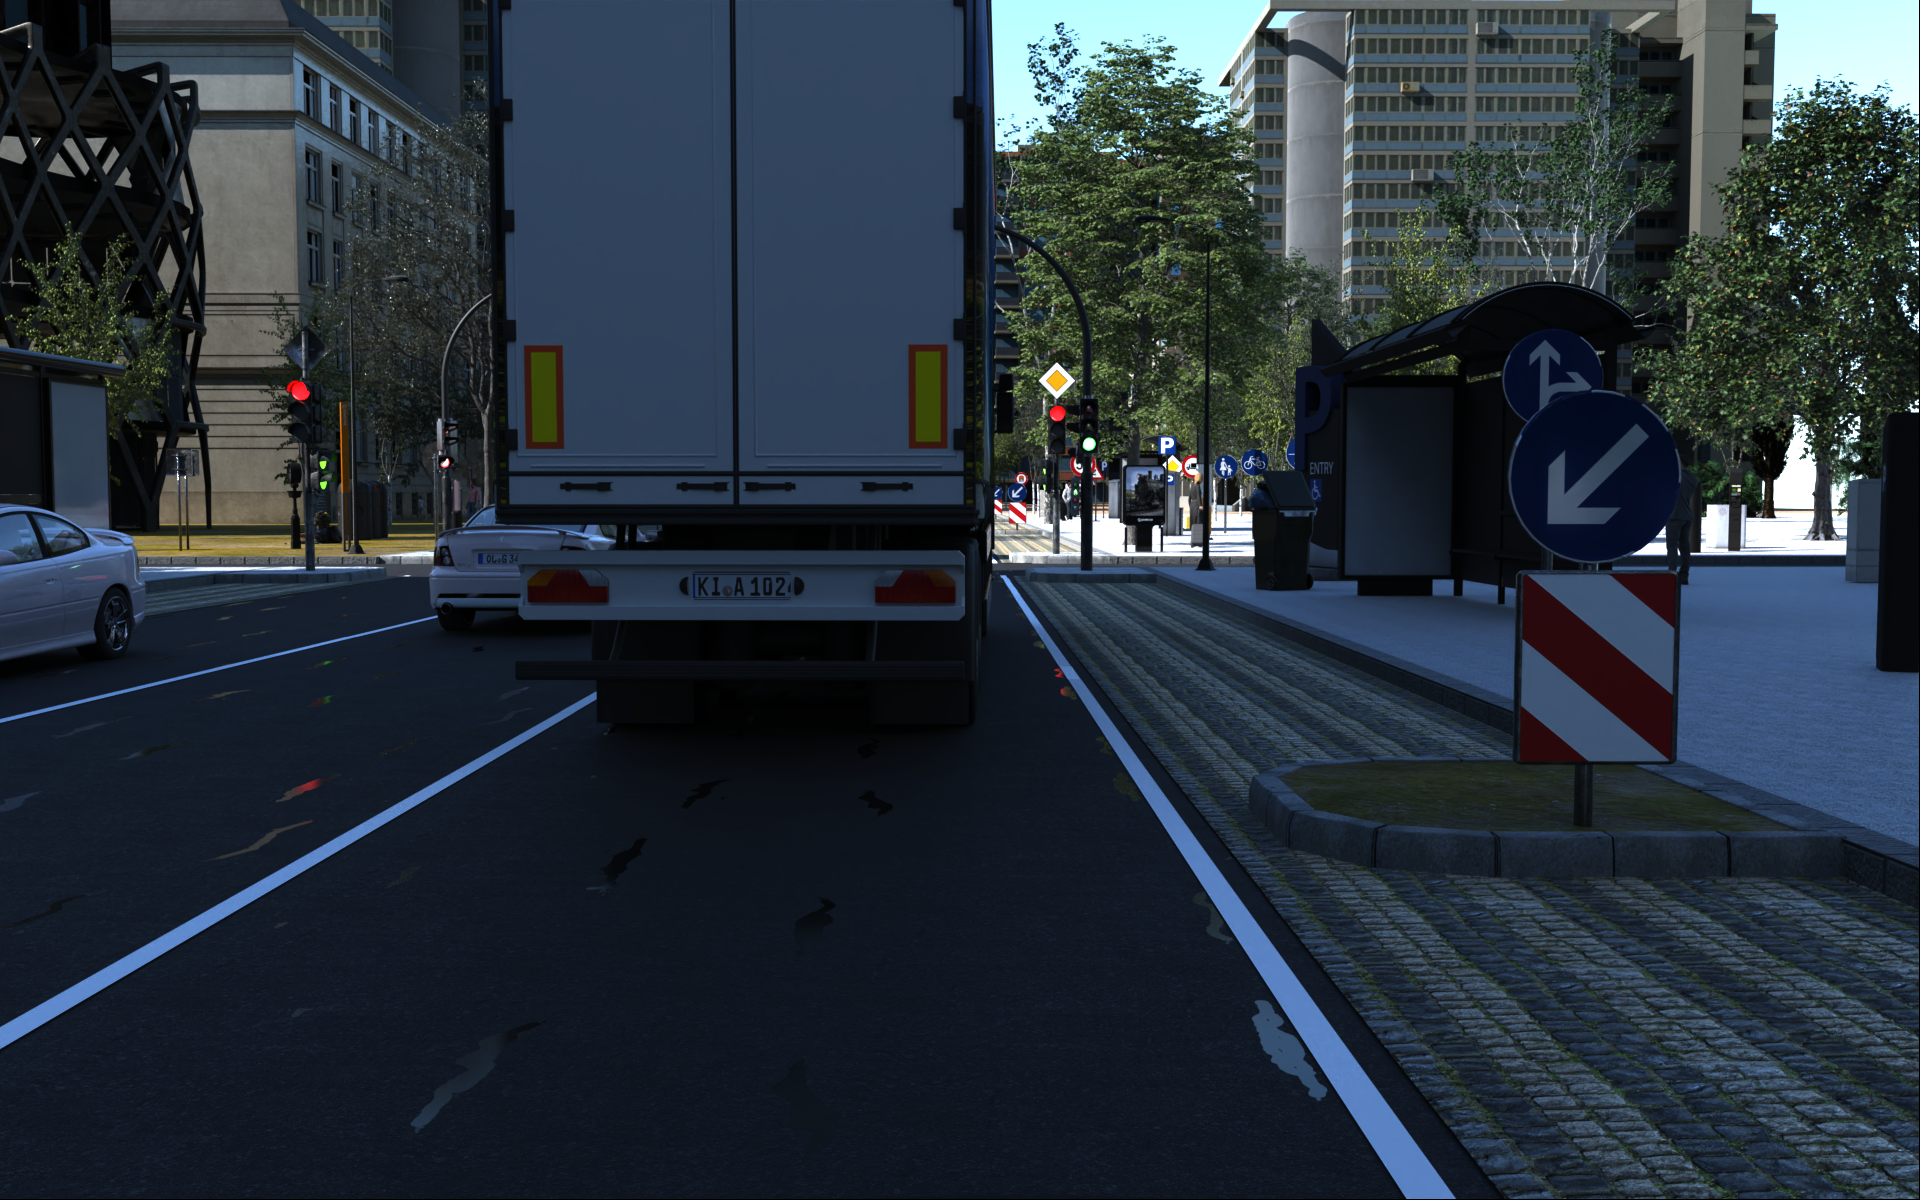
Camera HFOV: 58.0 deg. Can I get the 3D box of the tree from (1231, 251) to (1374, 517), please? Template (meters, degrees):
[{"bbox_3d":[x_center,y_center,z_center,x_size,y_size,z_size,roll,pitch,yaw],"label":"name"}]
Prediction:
[{"bbox_3d":[10.804,-6.289,53.190,4.360,8.622,3.978,0,3,0],"label":"tree"}]

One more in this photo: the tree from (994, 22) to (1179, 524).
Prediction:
[{"bbox_3d":[3.096,-13.247,72.474,12.611,20.169,13.585,0,3,0],"label":"tree"}]

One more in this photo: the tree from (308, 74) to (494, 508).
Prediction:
[{"bbox_3d":[-13.699,-8.560,50.318,12.009,13.543,11.850,0,3,0],"label":"tree"}]

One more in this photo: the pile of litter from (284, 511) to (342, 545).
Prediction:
[{"bbox_3d":[-16.754,-1.889,44.856,1.176,0.858,1.719,3,5,40],"label":"pile of litter"}]

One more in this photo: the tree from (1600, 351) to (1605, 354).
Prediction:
[{"bbox_3d":[29.778,-8.168,83.907,4.737,8.622,4.395,0,3,0],"label":"tree"}]

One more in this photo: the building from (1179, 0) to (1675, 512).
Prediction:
[{"bbox_3d":[33.841,-26.983,133.055,32.217,40.220,23.993,0,4,0],"label":"building"}]

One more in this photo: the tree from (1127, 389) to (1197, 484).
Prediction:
[{"bbox_3d":[12.970,-9.365,103.484,4.737,8.622,4.395,0,3,0],"label":"tree"}]

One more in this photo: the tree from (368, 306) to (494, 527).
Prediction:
[{"bbox_3d":[-20.309,-7.123,66.828,4.360,8.622,3.978,0,3,0],"label":"tree"}]

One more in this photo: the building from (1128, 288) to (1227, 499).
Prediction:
[{"bbox_3d":[30.879,-19.264,160.007,27.650,21.520,28.899,0,4,0],"label":"building"}]

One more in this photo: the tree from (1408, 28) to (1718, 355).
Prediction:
[{"bbox_3d":[25.504,-13.307,73.460,12.611,20.169,13.585,0,3,0],"label":"tree"}]

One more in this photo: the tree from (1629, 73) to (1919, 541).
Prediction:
[{"bbox_3d":[23.776,-7.987,47.590,9.611,12.733,9.660,0,3,0],"label":"tree"}]

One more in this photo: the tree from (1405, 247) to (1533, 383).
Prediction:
[{"bbox_3d":[15.489,-6.249,52.538,4.360,8.622,3.978,0,3,0],"label":"tree"}]

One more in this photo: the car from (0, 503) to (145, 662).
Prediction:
[{"bbox_3d":[-8.207,-0.080,13.675,2.083,1.381,4.827,0,4,-1],"label":"car"}]

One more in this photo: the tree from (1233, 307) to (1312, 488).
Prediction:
[{"bbox_3d":[12.894,-7.262,69.100,4.737,8.622,4.395,0,3,0],"label":"tree"}]

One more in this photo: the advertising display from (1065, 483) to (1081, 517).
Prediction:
[{"bbox_3d":[6.454,-5.724,98.793,0.974,1.923,0.123,1,4,18],"label":"advertising display"}]

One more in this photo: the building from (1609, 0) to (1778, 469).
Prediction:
[{"bbox_3d":[63.837,-33.009,163.395,21.600,48.544,21.300,0,4,0],"label":"building"}]

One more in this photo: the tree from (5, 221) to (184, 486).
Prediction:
[{"bbox_3d":[-23.861,-5.968,47.931,4.737,8.622,4.395,0,3,0],"label":"tree"}]

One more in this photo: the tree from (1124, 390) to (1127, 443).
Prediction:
[{"bbox_3d":[12.062,-9.719,109.260,4.737,8.622,4.395,0,3,0],"label":"tree"}]

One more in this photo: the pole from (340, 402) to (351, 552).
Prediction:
[{"bbox_3d":[-13.677,-2.734,38.539,0.158,3.312,0.155,0,3,0],"label":"pole"}]

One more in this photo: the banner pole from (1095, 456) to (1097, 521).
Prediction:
[{"bbox_3d":[6.395,-5.596,81.510,0.401,3.779,0.863,0,4,4],"label":"banner pole"}]

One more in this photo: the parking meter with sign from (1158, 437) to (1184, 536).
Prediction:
[{"bbox_3d":[6.529,-3.490,53.321,0.543,3.016,1.738,1,4,18],"label":"parking meter with sign"}]

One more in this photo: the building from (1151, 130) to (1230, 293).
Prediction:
[{"bbox_3d":[31.324,-34.626,216.239,14.200,45.320,14.600,0,4,0],"label":"building"}]

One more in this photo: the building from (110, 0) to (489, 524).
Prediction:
[{"bbox_3d":[-35.493,-15.564,87.758,16.112,22.955,30.059,0,4,0],"label":"building"}]

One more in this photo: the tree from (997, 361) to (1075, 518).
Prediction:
[{"bbox_3d":[4.333,-8.796,94.174,4.360,8.622,3.978,0,3,0],"label":"tree"}]

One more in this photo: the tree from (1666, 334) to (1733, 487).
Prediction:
[{"bbox_3d":[27.448,-6.819,61.846,4.360,8.622,3.978,0,3,0],"label":"tree"}]

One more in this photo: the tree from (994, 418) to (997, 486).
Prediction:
[{"bbox_3d":[4.813,-9.773,110.145,4.360,8.622,3.978,0,3,0],"label":"tree"}]

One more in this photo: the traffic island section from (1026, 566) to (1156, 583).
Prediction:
[{"bbox_3d":[2.140,-0.418,29.109,2.009,0.180,2.903,0,4,0],"label":"traffic island section"}]

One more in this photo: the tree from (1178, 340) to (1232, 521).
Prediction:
[{"bbox_3d":[12.075,-8.013,81.369,4.360,8.622,3.978,0,3,0],"label":"tree"}]

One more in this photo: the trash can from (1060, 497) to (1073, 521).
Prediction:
[{"bbox_3d":[5.107,-4.377,83.216,0.748,1.137,0.748,0,3,0],"label":"trash can"}]

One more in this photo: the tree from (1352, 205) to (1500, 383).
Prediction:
[{"bbox_3d":[11.919,-5.730,44.049,4.737,8.622,4.395,0,3,0],"label":"tree"}]

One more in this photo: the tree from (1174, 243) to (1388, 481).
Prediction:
[{"bbox_3d":[15.844,-11.137,88.738,9.857,13.997,8.962,0,3,0],"label":"tree"}]

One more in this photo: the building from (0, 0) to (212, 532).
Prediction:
[{"bbox_3d":[-35.266,-11.704,58.806,16.820,18.784,16.811,0,4,0],"label":"building"}]

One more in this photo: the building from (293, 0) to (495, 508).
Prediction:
[{"bbox_3d":[-43.853,-26.398,123.492,32.217,40.220,23.993,0,4,0],"label":"building"}]

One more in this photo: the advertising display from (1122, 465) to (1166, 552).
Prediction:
[{"bbox_3d":[4.077,-2.028,38.377,0.974,1.923,0.123,-1,4,-15],"label":"advertising display"}]

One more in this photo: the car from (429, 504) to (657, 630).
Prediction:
[{"bbox_3d":[-4.525,-0.444,19.626,2.083,1.381,4.827,0,4,1],"label":"car"}]

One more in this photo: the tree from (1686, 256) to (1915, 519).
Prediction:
[{"bbox_3d":[47.063,-11.556,90.767,18.604,14.587,13.155,1,4,8],"label":"tree"}]

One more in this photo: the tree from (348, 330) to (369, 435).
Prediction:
[{"bbox_3d":[-23.702,-7.464,72.402,4.360,8.622,3.978,0,3,0],"label":"tree"}]

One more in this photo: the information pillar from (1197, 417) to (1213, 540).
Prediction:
[{"bbox_3d":[6.825,-3.484,48.322,0.504,3.616,0.183,-2,4,-29],"label":"information pillar"}]

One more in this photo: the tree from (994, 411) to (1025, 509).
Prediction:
[{"bbox_3d":[4.040,-12.350,152.277,4.737,8.622,4.395,0,3,0],"label":"tree"}]

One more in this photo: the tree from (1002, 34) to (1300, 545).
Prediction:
[{"bbox_3d":[4.758,-7.664,43.431,7.486,12.596,7.792,0,3,0],"label":"tree"}]

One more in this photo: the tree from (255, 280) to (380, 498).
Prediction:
[{"bbox_3d":[-22.581,-6.731,60.412,4.737,8.622,4.395,0,3,0],"label":"tree"}]

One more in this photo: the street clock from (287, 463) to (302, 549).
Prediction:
[{"bbox_3d":[-15.564,-2.200,40.536,0.358,2.002,0.471,-2,4,-35],"label":"street clock"}]

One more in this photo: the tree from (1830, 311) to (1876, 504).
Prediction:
[{"bbox_3d":[28.477,-6.522,56.997,4.360,8.622,3.978,0,3,0],"label":"tree"}]

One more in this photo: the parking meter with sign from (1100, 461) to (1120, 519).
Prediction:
[{"bbox_3d":[8.135,-5.764,90.496,0.543,3.016,1.738,-3,5,-44],"label":"parking meter with sign"}]

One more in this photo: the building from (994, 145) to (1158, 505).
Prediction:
[{"bbox_3d":[9.763,-34.572,219.880,28.867,44.769,22.147,0,4,0],"label":"building"}]

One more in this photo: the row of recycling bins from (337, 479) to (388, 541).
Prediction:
[{"bbox_3d":[-17.040,-2.582,49.334,1.069,1.692,3.534,-1,4,-8],"label":"row of recycling bins"}]

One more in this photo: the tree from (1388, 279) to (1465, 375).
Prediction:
[{"bbox_3d":[26.531,-12.010,103.021,9.857,13.997,8.962,0,3,0],"label":"tree"}]
